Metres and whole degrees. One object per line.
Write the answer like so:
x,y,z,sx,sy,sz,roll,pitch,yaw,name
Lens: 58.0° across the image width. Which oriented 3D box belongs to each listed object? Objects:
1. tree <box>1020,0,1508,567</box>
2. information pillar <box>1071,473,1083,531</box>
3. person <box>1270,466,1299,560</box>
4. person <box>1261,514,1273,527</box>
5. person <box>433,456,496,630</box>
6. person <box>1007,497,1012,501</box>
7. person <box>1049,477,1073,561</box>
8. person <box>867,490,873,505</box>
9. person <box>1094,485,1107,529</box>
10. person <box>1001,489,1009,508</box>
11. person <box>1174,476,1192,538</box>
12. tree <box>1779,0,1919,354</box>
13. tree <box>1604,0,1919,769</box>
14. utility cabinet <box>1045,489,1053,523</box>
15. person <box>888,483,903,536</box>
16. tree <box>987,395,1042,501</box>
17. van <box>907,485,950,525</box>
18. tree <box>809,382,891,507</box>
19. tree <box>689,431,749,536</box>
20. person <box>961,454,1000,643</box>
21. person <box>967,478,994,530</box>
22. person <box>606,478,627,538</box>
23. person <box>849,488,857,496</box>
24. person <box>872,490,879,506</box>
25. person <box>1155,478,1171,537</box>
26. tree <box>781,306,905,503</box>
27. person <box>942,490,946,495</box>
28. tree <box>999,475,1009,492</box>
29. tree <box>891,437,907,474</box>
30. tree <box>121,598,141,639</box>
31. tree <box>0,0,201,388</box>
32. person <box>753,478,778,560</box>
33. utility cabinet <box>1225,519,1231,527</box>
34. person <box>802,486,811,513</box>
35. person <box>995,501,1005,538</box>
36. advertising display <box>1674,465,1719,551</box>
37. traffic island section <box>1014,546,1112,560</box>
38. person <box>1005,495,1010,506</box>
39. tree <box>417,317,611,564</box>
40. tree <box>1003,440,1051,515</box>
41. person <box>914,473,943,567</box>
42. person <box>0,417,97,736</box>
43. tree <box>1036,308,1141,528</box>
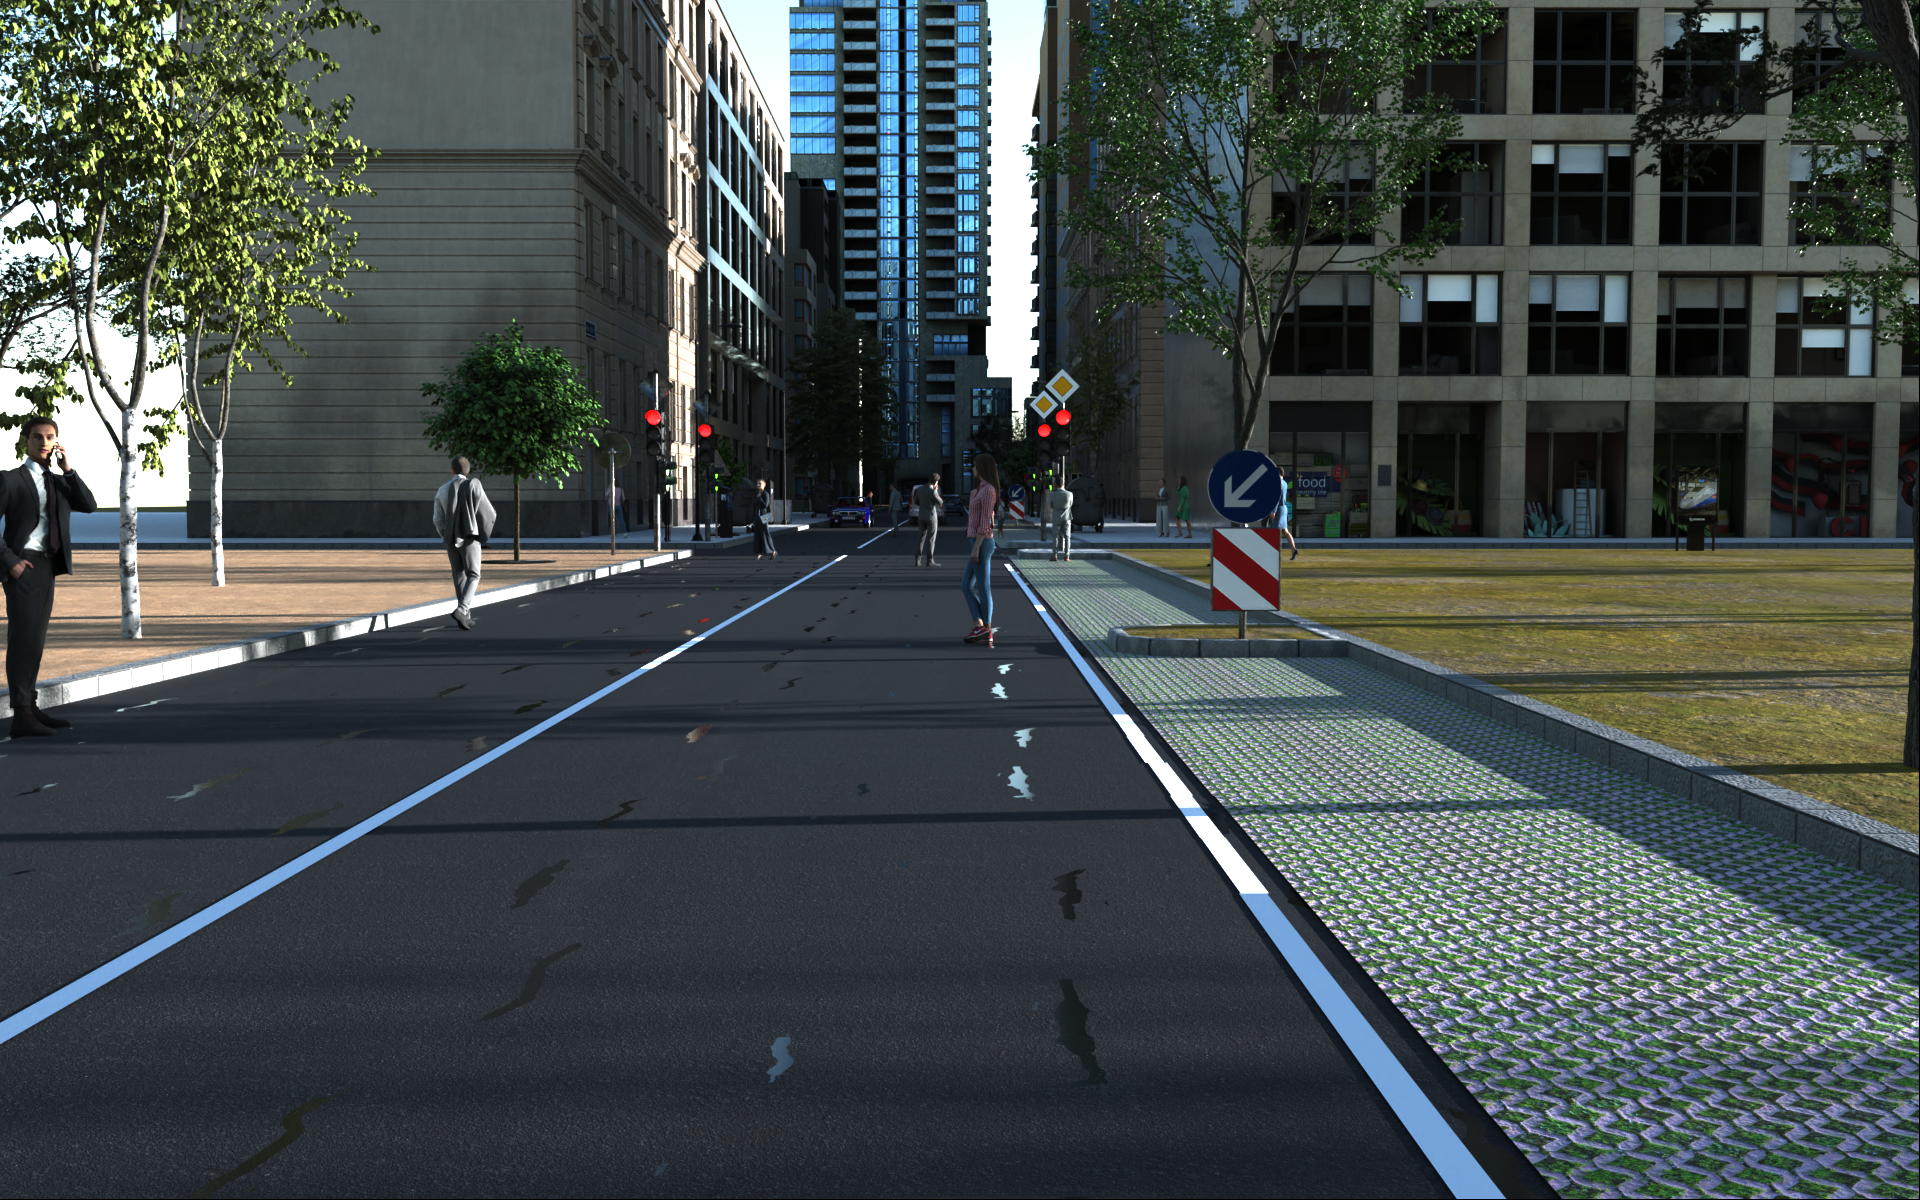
5.090,-6.389,30.210,9.928,11.665,9.643,0,3,0,tree
4.065,-3.412,60.280,0.304,2.012,0.304,3,4,36,information pillar
6.252,-1.688,33.668,0.654,1.822,0.581,3,5,44,person
6.916,-2.004,38.977,0.661,1.801,0.590,2,4,28,person
-5.256,-0.600,18.412,0.679,1.850,0.850,0,4,2,person
5.110,-9.972,172.300,0.991,1.433,0.599,0,4,-3,person
2.134,-1.718,36.778,0.511,1.800,0.466,-1,4,-17,person
-10.085,-11.421,193.477,0.721,1.736,1.217,-2,4,-32,person
5.128,-3.564,64.483,0.661,1.801,0.590,0,4,5,person
4.138,-9.393,160.166,0.990,1.755,0.434,3,5,41,person
6.466,-2.680,50.105,0.529,1.795,0.600,1,4,12,person
18.753,-6.451,31.237,9.928,11.665,9.643,0,3,0,tree
4.879,-4.502,8.022,7.601,10.594,8.767,-3,4,-38,tree
4.220,-4.154,76.595,0.318,1.500,1.173,3,5,40,utility cabinet
-2.210,-3.067,58.748,0.391,1.810,0.635,1,4,18,person
4.548,-10.885,128.327,4.360,8.622,3.978,0,3,0,tree
-1.513,-4.558,81.530,2.013,2.044,4.112,0,4,1,van
-7.774,-9.901,112.238,4.737,8.622,4.395,0,3,0,tree
-7.161,-3.577,53.085,1.663,3.219,1.824,0,3,0,tree
0.196,-0.506,16.784,0.388,1.821,0.555,-1,4,-9,person
0.391,-1.400,31.392,0.555,1.821,0.388,-3,4,-36,person
-9.933,-2.672,50.324,0.593,1.750,0.643,-2,4,-30,person
-8.986,-8.478,144.668,0.705,1.822,1.348,-3,5,-42,person
-8.964,-10.802,183.206,0.990,1.755,0.434,-2,4,-35,person
6.046,-2.769,51.870,0.362,1.759,0.519,-3,5,-43,person
-7.050,-11.441,105.190,7.486,12.596,7.792,0,3,0,tree
-1.474,-8.640,149.703,1.348,1.831,0.705,0,4,2,person
4.139,-10.749,170.346,1.663,3.219,1.824,0,3,0,tree
-7.615,-13.455,170.350,4.737,8.622,4.395,0,3,0,tree
-7.379,-3.978,15.403,4.737,8.622,4.395,0,3,0,tree
-17.059,-5.890,30.720,8.767,10.594,7.601,1,4,16,tree
-4.306,-1.768,37.831,0.576,1.772,0.534,2,4,35,person
7.387,-2.168,46.615,0.306,1.237,1.020,0,4,-6,utility cabinet
-10.376,-6.779,116.869,0.713,1.824,0.794,-2,4,-27,person
1.291,-2.638,56.320,0.352,1.250,0.332,3,5,43,person
16.603,-2.070,39.054,0.974,1.923,0.123,0,4,-4,advertising display
2.312,-1.022,38.983,2.009,0.180,2.903,0,4,0,traffic island section
4.996,-10.841,184.011,0.721,1.743,1.217,2,4,32,person
-8.224,-2.968,32.236,4.285,4.588,4.351,0,3,0,tree
4.179,-7.398,104.670,4.285,4.588,4.351,0,3,0,tree
-0.621,-1.595,34.391,0.655,1.846,0.447,3,4,38,person
-5.575,-0.162,10.518,0.474,1.900,0.648,0,4,5,person
5.009,-7.088,66.256,4.737,8.622,4.395,0,3,0,tree
